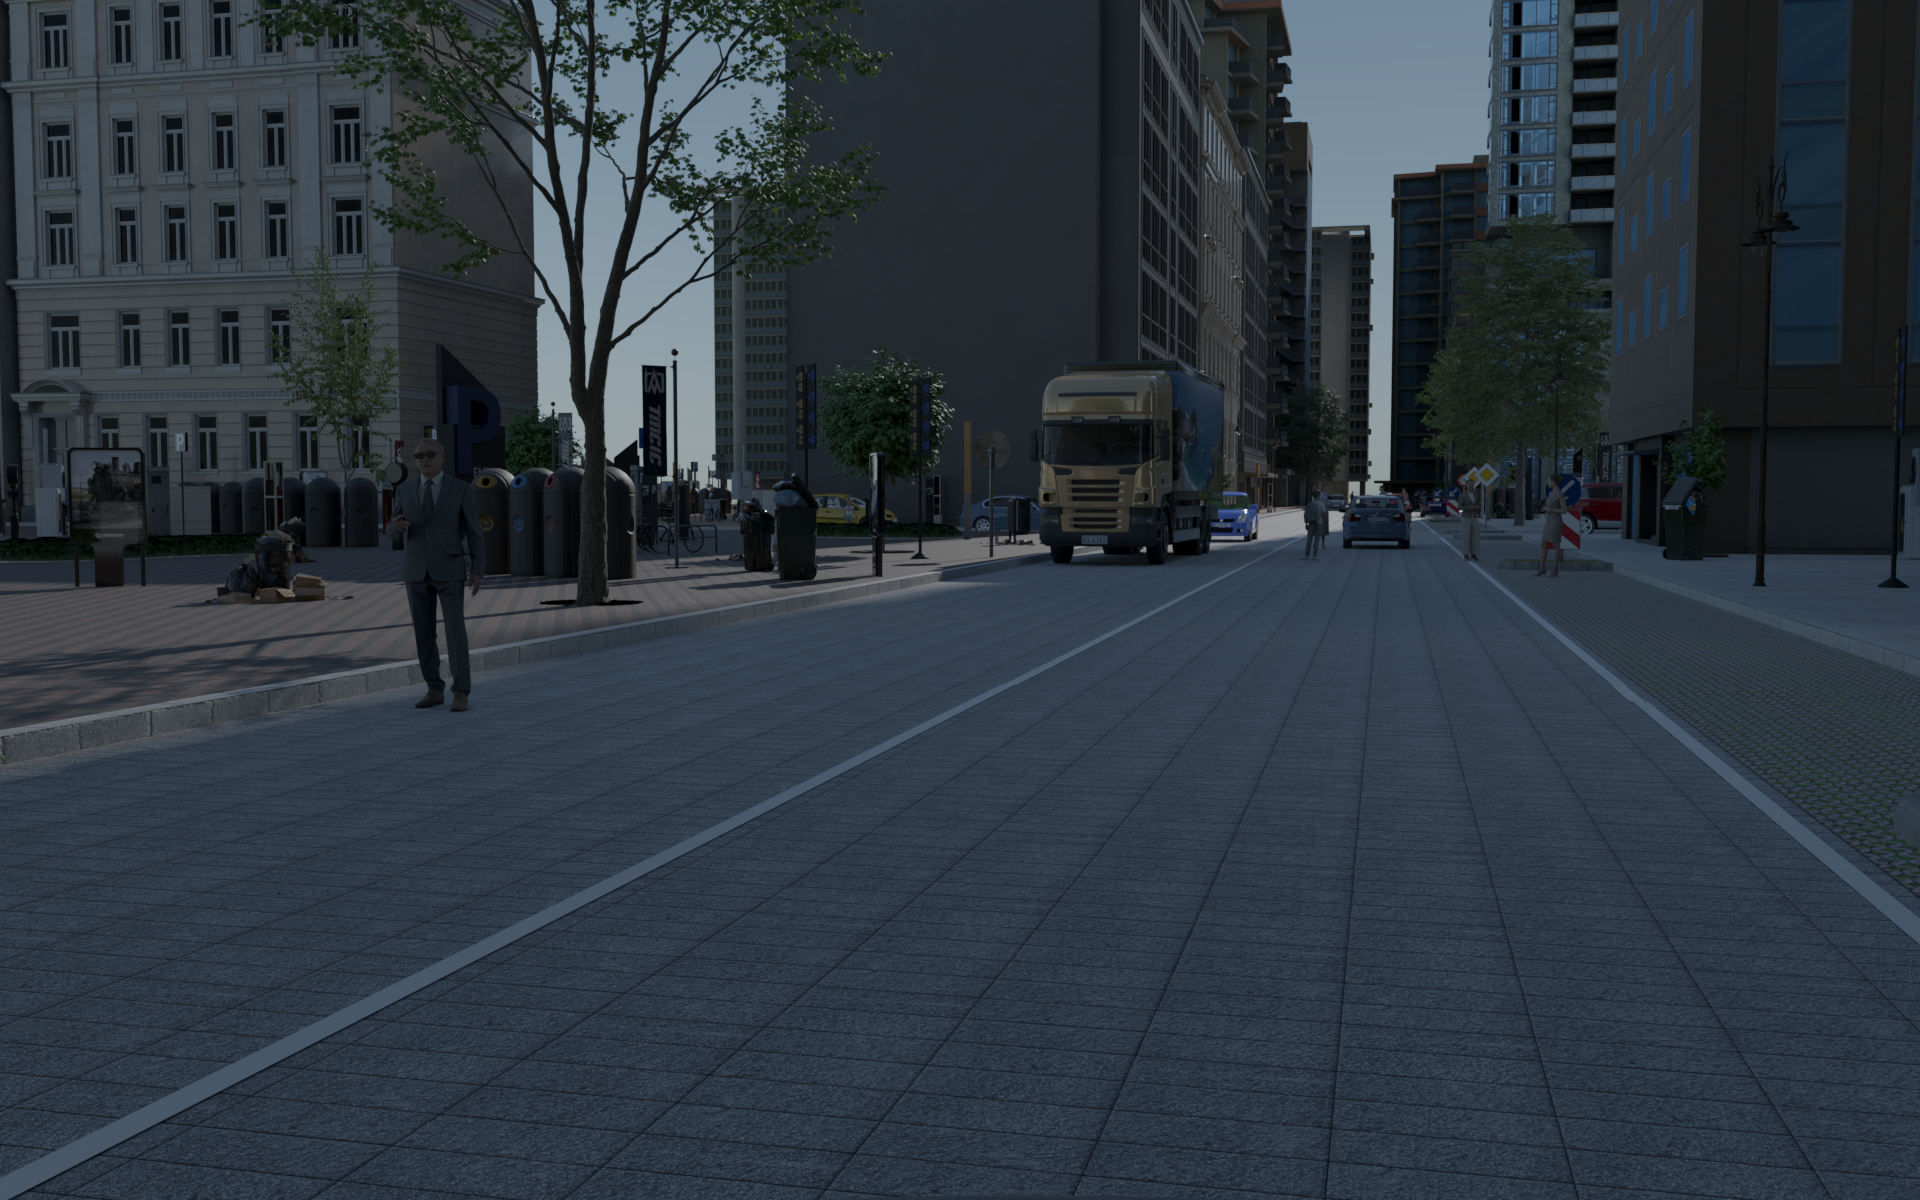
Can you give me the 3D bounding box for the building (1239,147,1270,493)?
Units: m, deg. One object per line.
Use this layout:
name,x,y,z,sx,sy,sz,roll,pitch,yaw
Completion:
building,14.589,-20.379,126.696,14.314,27.812,24.014,1,4,14

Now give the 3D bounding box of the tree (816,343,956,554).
tree,-1.650,-3.319,37.982,4.285,4.588,4.351,0,3,0

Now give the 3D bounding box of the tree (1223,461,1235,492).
tree,13.038,-5.665,87.228,1.663,3.219,1.824,0,3,0

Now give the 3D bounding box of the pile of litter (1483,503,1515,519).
pile of litter,27.966,-4.648,89.956,1.719,0.858,1.176,2,4,27

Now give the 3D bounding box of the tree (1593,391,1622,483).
tree,42.264,-10.077,115.117,4.737,8.622,4.395,0,3,0

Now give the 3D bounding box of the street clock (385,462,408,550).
street clock,-12.867,-2.143,39.606,0.471,2.002,0.358,1,4,19

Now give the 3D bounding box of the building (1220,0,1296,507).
building,24.410,-45.311,179.083,20.563,71.187,20.611,1,4,14

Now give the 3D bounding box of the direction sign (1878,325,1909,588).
direction sign,12.820,-1.938,23.689,0.379,3.537,0.876,1,4,20

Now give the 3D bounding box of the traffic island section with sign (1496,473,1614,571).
traffic island section with sign,11.307,-1.492,33.024,1.989,1.847,2.006,1,4,14

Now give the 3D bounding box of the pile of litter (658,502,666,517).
pile of litter,-16.943,-5.177,98.604,1.719,0.858,1.176,2,4,34

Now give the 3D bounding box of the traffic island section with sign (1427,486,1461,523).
traffic island section with sign,24.701,-4.809,87.262,1.989,1.847,2.006,1,4,14

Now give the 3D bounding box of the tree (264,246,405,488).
tree,-18.251,-6.166,51.184,4.737,8.622,4.395,0,3,0

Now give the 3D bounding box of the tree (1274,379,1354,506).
tree,38.912,-17.509,192.921,9.857,13.997,8.962,0,3,0

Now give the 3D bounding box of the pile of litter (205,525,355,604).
pile of litter,-8.157,-0.422,20.860,1.719,0.858,1.176,-1,4,-20

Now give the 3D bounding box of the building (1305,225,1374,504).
building,44.128,-33.336,236.920,23.993,40.220,32.217,1,4,14

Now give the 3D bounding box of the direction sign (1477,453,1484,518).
direction sign,28.186,-6.235,93.941,0.379,3.537,0.876,0,4,-5

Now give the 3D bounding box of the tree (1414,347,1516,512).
tree,36.038,-12.030,122.446,9.928,11.665,9.643,0,3,0

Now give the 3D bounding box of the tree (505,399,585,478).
tree,-14.628,-4.670,60.070,4.285,4.588,4.351,0,3,0

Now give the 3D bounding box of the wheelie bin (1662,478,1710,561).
wheelie bin,14.119,-1.578,33.707,0.693,1.594,0.980,-1,4,-12

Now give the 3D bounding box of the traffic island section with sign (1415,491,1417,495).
traffic island section with sign,43.074,-9.359,161.640,1.989,1.847,2.006,1,4,14

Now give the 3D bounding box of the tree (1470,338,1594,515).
tree,25.440,-7.855,78.797,4.737,8.622,4.395,0,3,0

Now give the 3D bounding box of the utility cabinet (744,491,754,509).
utility cabinet,-16.670,-7.848,136.993,1.173,1.500,0.318,1,4,23

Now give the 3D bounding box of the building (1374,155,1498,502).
building,69.193,-34.941,225.911,28.867,44.769,22.147,1,4,14

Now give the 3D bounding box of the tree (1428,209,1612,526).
tree,22.901,-9.246,69.295,7.486,12.596,7.792,0,3,0

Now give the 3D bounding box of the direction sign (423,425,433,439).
direction sign,-17.322,-3.995,57.323,0.379,3.537,0.876,3,5,44

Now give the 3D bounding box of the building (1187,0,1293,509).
building,17.932,-30.603,154.981,22.147,44.769,28.867,1,4,14

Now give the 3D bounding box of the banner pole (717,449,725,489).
banner pole,-13.254,-6.481,95.977,0.401,3.779,0.863,2,4,25

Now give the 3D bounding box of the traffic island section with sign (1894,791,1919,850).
traffic island section with sign,4.789,0.125,6.578,1.989,1.847,2.006,1,4,14

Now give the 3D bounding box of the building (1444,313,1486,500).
building,64.229,-20.271,176.477,27.650,21.520,28.899,1,4,14

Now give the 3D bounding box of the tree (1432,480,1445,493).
tree,58.041,-13.192,210.289,1.663,3.219,1.824,0,3,0

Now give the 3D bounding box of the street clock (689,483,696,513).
street clock,-16.808,-6.381,108.901,0.358,2.002,0.471,-2,4,-33

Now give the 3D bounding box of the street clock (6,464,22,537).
street clock,-23.098,-2.307,42.296,0.358,2.002,0.471,-1,4,-22

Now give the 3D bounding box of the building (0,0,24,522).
building,-51.514,-16.389,85.984,19.932,24.808,12.078,1,4,14

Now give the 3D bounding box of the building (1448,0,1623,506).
building,54.003,-50.982,146.220,22.319,86.520,31.000,1,4,14

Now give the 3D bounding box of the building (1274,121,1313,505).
building,34.169,-33.994,205.907,14.200,45.320,14.600,1,4,14

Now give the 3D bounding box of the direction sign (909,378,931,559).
direction sign,-0.789,-2.582,34.220,0.379,3.537,0.876,-2,4,-28

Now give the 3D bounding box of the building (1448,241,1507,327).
building,63.056,-26.110,198.597,14.160,30.474,14.107,1,4,14

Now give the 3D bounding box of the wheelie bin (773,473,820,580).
wheelie bin,-2.477,-1.112,26.093,0.693,1.594,0.980,-1,4,-9

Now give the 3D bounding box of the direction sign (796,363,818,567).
direction sign,-2.700,-2.352,30.451,0.379,3.537,0.876,-2,4,-28

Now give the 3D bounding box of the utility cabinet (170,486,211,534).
utility cabinet,-22.503,-2.559,50.516,0.318,1.500,1.173,3,5,43

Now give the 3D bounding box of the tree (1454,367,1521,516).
tree,30.138,-9.101,99.158,4.360,8.622,3.978,0,3,0

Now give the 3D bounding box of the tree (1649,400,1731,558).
tree,15.289,-2.499,35.467,1.663,3.219,1.824,0,3,0

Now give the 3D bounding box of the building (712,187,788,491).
building,-15.024,-31.610,208.703,23.993,40.220,32.217,1,4,14

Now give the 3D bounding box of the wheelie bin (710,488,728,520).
wheelie bin,-12.117,-4.819,86.690,0.693,1.594,0.980,3,4,38

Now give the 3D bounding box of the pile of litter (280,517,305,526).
pile of litter,-12.684,-1.123,32.328,1.176,0.858,1.719,-3,4,-37

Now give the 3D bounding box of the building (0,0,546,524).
building,-31.888,-18.099,81.824,20.117,28.700,13.634,1,4,14

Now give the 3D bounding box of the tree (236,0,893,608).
tree,-4.213,-5.742,19.637,9.928,11.665,9.643,0,3,0

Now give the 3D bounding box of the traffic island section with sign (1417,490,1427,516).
traffic island section with sign,31.164,-6.410,113.434,1.989,1.847,2.006,1,4,14
